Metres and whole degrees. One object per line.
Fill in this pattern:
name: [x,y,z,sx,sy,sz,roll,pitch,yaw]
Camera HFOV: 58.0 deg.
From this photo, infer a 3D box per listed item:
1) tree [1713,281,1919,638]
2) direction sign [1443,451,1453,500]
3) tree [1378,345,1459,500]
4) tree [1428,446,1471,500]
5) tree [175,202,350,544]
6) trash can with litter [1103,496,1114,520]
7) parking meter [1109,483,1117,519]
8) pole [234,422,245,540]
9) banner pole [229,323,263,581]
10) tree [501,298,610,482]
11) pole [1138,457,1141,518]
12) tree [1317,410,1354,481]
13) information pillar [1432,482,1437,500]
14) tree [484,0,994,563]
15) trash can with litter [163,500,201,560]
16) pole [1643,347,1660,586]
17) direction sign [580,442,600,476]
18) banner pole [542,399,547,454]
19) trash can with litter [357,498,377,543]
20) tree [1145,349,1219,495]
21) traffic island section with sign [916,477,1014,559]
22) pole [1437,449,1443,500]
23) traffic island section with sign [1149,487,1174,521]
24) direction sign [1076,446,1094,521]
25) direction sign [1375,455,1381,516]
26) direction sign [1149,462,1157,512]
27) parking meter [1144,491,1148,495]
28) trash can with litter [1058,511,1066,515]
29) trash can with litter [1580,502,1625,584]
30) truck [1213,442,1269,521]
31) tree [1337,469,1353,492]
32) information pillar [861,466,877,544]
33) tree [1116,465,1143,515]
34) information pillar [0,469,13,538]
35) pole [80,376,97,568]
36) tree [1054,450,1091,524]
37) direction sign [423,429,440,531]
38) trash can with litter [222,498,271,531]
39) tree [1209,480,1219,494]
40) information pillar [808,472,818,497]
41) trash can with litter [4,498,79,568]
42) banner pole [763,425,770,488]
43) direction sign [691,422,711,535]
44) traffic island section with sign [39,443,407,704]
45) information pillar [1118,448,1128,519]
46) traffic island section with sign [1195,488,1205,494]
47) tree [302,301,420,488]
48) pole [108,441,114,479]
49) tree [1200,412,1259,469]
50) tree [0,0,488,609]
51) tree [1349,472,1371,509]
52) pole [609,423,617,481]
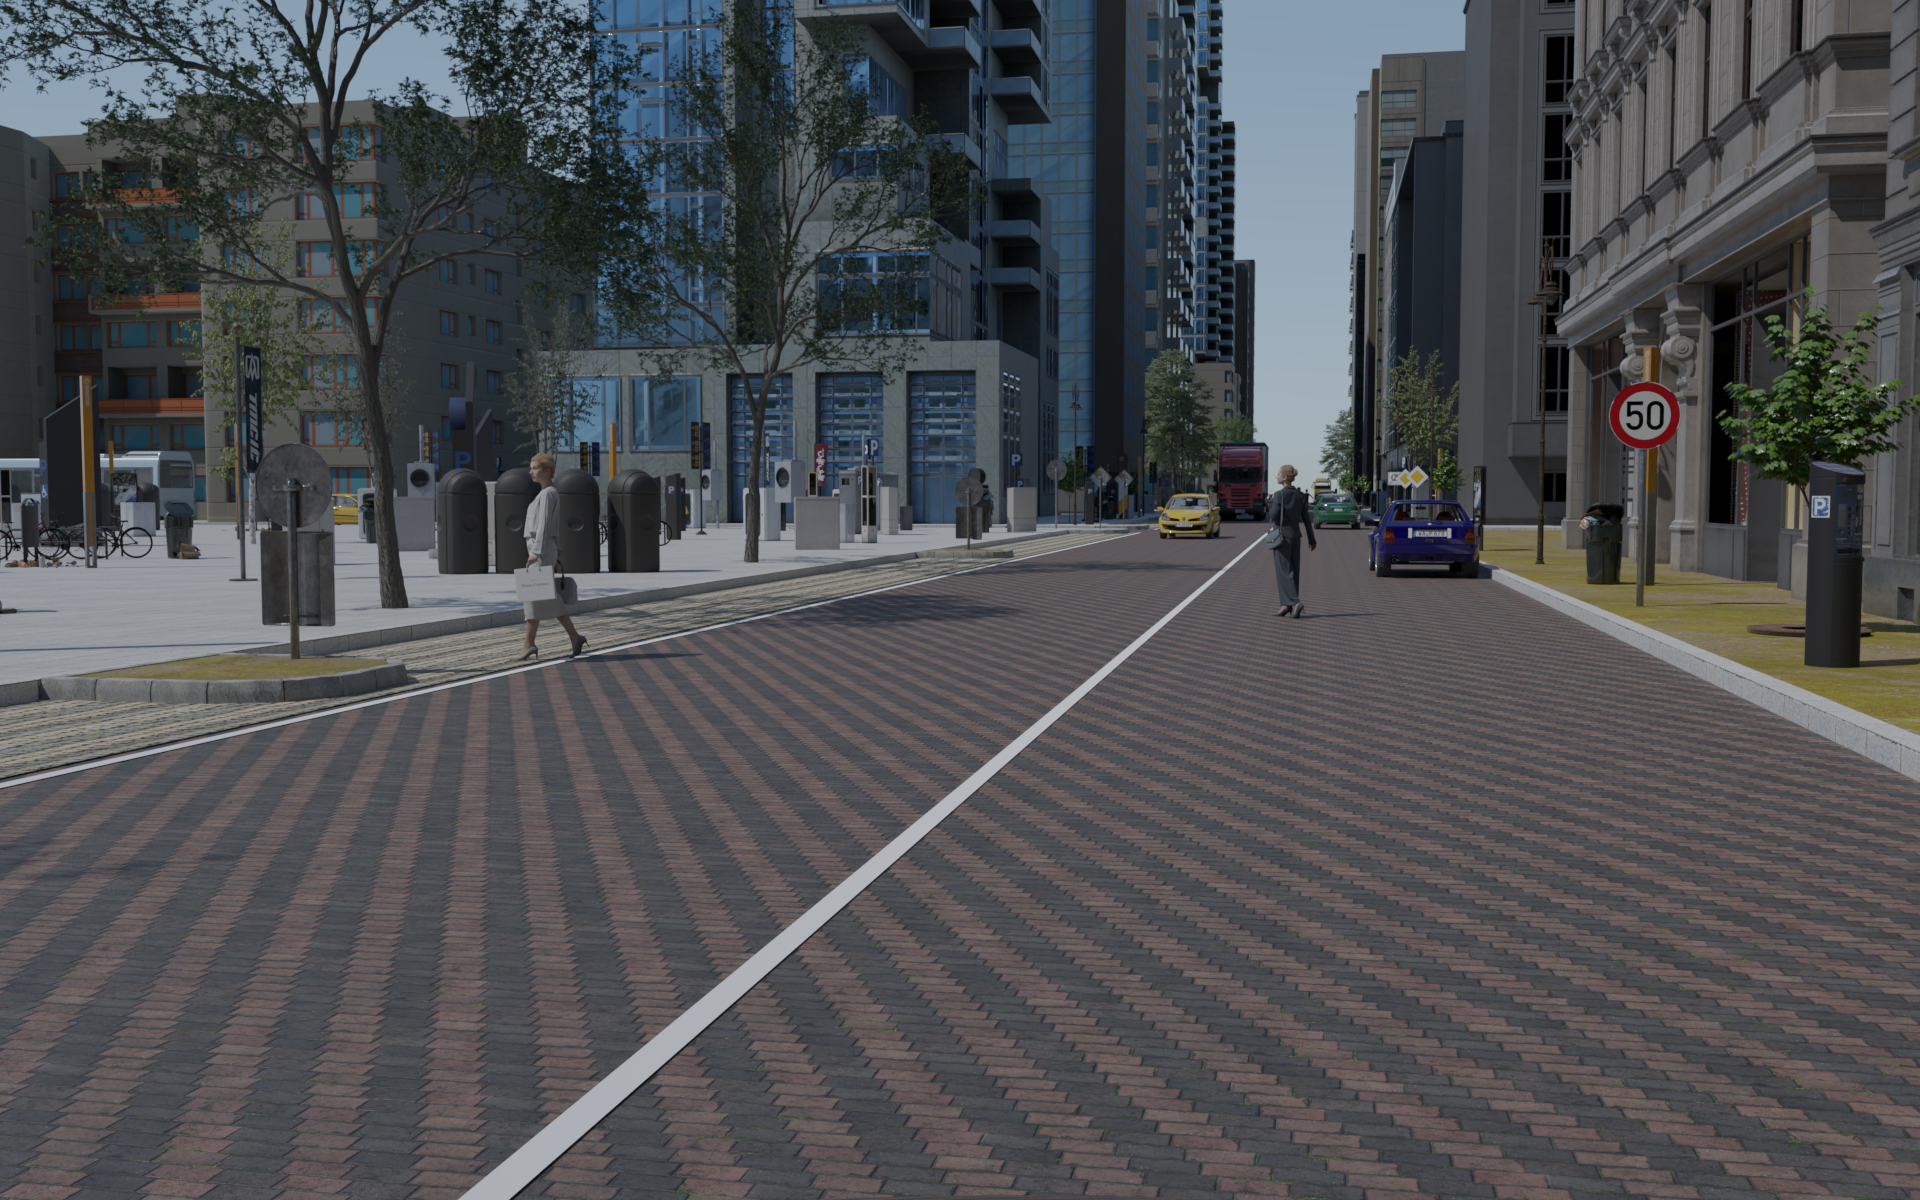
tree: [7.796,-1.306,15.955,1.663,3.219,1.824,0,3,0]
direction sign: [25.545,-6.066,91.182,0.876,3.537,0.379,-1,4,-13]
tree: [22.946,-8.333,86.600,4.737,8.622,4.395,0,3,0]
tree: [19.359,-4.520,68.507,1.663,3.219,1.824,0,3,0]
tree: [-18.119,-5.757,44.481,4.737,8.622,4.395,0,3,0]
trash can with litter: [7.391,-4.625,87.010,0.624,1.170,1.055,0,4,-5]
parking meter: [7.852,-5.094,89.003,0.399,1.863,0.255,0,4,6]
pole: [-20.219,-3.350,48.613,0.158,3.312,0.155,0,3,0]
banner pole: [-10.559,-2.183,25.713,0.401,3.779,0.863,1,4,8]
tree: [-14.963,-6.916,63.433,4.360,8.622,3.978,0,3,0]
pole: [9.744,-6.129,94.060,0.158,3.312,0.155,0,3,0]
tree: [52.028,-19.260,233.019,7.486,12.596,7.792,0,3,0]
information pillar: [23.128,-4.873,84.160,0.304,2.012,0.304,-2,4,-26]
tree: [-3.867,-5.958,31.828,8.767,10.594,7.601,-1,4,-12]
trash can with litter: [-15.325,-1.401,34.295,0.624,1.170,1.055,-3,5,-45]
pole: [9.612,-1.854,24.160,0.158,3.312,0.155,0,3,0]
direction sign: [-16.077,-5.095,75.299,0.876,3.537,0.379,-2,4,-30]
banner pole: [-10.942,-3.408,45.732,0.401,3.779,0.863,-1,4,-16]
trash can with litter: [-15.229,-2.068,45.207,0.624,1.170,1.055,0,4,3]
tree: [16.372,-13.318,135.877,7.486,12.596,7.792,0,3,0]
traffic island section with sign: [0.158,-1.866,39.138,1.989,1.847,2.006,1,4,11]
pole: [21.566,-5.137,77.835,0.158,3.312,0.155,0,3,0]
traffic island section with sign: [11.292,-5.198,93.607,1.989,1.847,2.006,1,4,11]
direction sign: [5.878,-5.470,81.431,0.876,3.537,0.379,1,4,19]
direction sign: [24.292,-6.635,100.475,0.379,3.537,0.876,0,4,-2]
direction sign: [13.584,-7.942,121.843,0.379,3.537,0.876,3,5,41]
parking meter: [13.915,-7.426,129.825,0.372,1.533,0.369,0,3,0]
trash can with litter: [5.408,-5.853,106.761,2.233,1.210,1.678,2,4,32]
trash can with litter: [9.159,-0.823,24.843,0.624,1.170,1.055,1,4,13]
truck: [15.738,-6.555,96.088,2.839,4.237,11.283,1,4,11]
tree: [50.705,-14.813,225.907,4.285,4.588,4.351,0,3,0]
information pillar: [-2.358,-2.480,45.046,0.304,2.012,0.304,-3,4,-37]
tree: [10.491,-6.775,105.371,1.663,3.219,1.824,0,3,0]
information pillar: [-27.669,-2.796,50.200,0.304,2.012,0.304,-2,4,-35]
pole: [-15.077,-2.209,29.958,0.158,3.312,0.155,0,3,0]
tree: [4.863,-4.903,74.773,1.663,3.219,1.824,0,3,0]
direction sign: [-18.441,-4.186,60.437,0.876,3.537,0.379,2,4,35]
trash can with litter: [-24.490,-3.000,60.112,2.233,1.210,1.678,1,4,14]
tree: [30.557,-12.802,203.905,1.663,3.219,1.824,0,3,0]
information pillar: [-4.933,-3.282,58.153,0.304,2.012,0.304,0,4,-1]
trash can with litter: [-16.369,-1.219,30.986,1.678,1.210,2.233,0,4,-8]
banner pole: [-7.008,-4.445,62.693,0.401,3.779,0.863,-2,4,-24]
direction sign: [-8.156,-3.826,54.545,0.379,3.537,0.876,2,4,34]
traffic island section with sign: [-5.219,-0.250,12.723,1.989,1.847,2.006,1,4,11]
information pillar: [8.228,-5.886,87.592,0.504,3.616,0.183,-1,4,-16]
traffic island section with sign: [16.682,-6.813,120.020,1.989,1.847,2.006,1,4,11]
tree: [-22.310,-7.032,65.333,4.360,8.622,3.978,0,3,0]
pole: [-32.554,-4.443,66.490,0.158,3.312,0.155,0,3,0]
tree: [34.466,-17.957,219.347,9.928,11.665,9.643,0,3,0]
tree: [-6.651,-5.196,19.371,7.601,10.594,8.767,2,4,30]
tree: [34.461,-9.420,148.623,1.663,3.219,1.824,0,3,0]
pole: [-9.963,-3.421,49.770,0.158,3.312,0.155,0,3,0]
